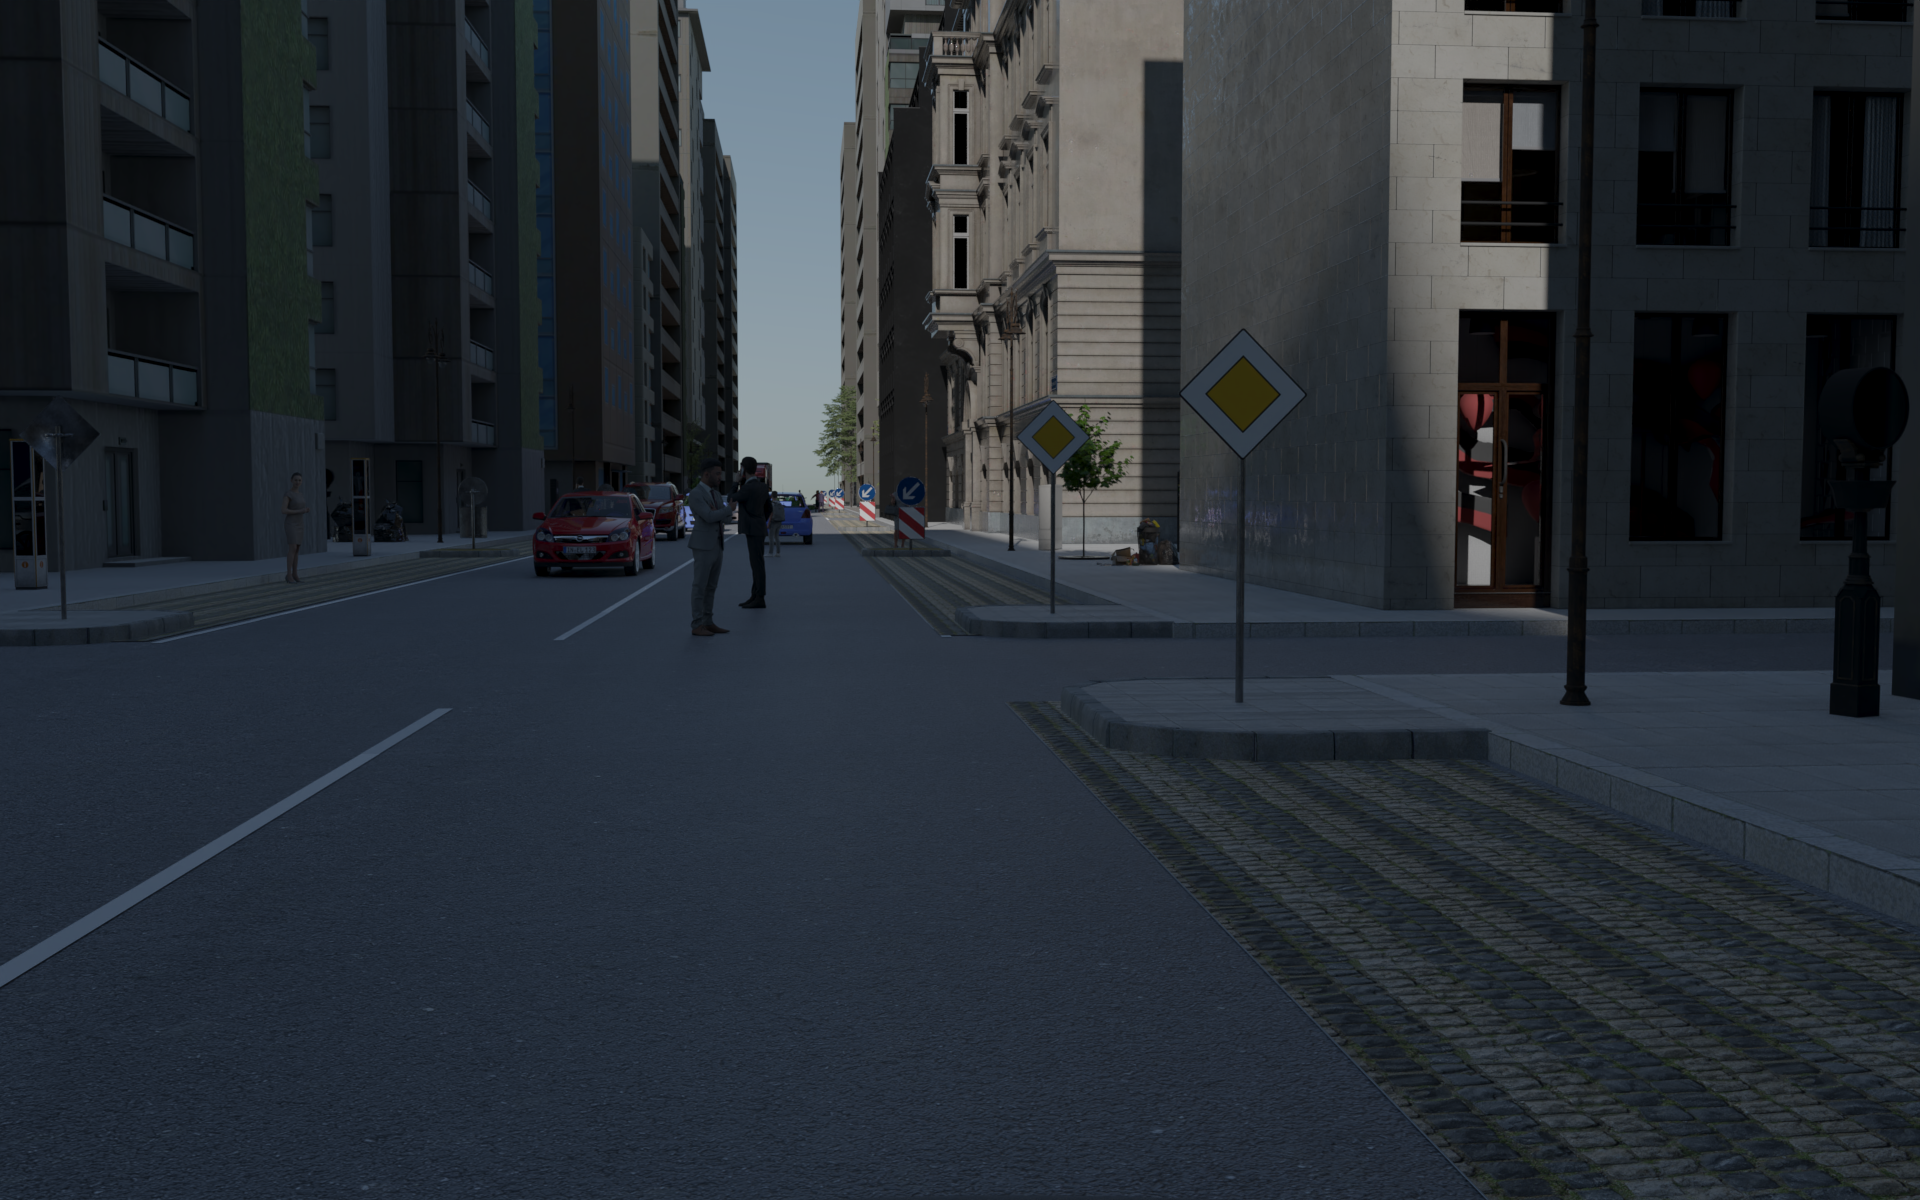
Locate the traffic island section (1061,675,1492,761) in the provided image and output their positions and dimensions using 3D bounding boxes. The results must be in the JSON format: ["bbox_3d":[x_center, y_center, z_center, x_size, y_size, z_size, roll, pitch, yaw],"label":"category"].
[{"bbox_3d":[1.739,0.710,10.680,2.009,0.180,2.903,0,4,-5],"label":"traffic island section"}]

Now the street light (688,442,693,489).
[{"bbox_3d":[-23.095,-10.766,148.806,0.468,5.910,1.993,0,4,-5],"label":"street light"}]

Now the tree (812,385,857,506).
[{"bbox_3d":[-11.555,-16.067,180.828,7.486,12.596,7.792,0,3,0],"label":"tree"}]

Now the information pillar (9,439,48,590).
[{"bbox_3d":[-12.496,-1.147,23.252,0.304,2.012,0.304,0,3,0],"label":"information pillar"}]

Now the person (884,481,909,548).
[{"bbox_3d":[-1.566,-2.137,43.801,0.716,1.782,0.532,0,4,-1],"label":"person"}]

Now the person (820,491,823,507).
[{"bbox_3d":[-15.642,-11.415,195.162,0.705,1.821,1.348,-1,4,-9],"label":"person"}]

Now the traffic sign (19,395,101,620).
[{"bbox_3d":[-9.161,-0.857,17.654,0.795,2.450,0.064,0,4,-5],"label":"traffic sign"}]

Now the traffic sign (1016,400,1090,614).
[{"bbox_3d":[0.993,-0.912,18.553,0.795,2.450,0.064,0,4,-5],"label":"traffic sign"}]

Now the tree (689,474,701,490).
[{"bbox_3d":[-25.498,-10.649,168.714,1.663,3.219,1.824,0,3,0],"label":"tree"}]

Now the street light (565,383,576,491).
[{"bbox_3d":[-16.202,-6.103,72.579,0.468,5.910,1.993,0,4,-5],"label":"street light"}]

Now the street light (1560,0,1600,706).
[{"bbox_3d":[3.752,-2.299,10.383,0.468,5.910,1.993,0,4,-5],"label":"street light"}]

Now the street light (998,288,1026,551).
[{"bbox_3d":[1.159,-4.047,38.951,0.468,5.910,1.993,0,4,-5],"label":"street light"}]

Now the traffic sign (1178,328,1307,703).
[{"bbox_3d":[1.717,-0.426,10.601,0.795,2.450,0.064,0,4,-5],"label":"traffic sign"}]

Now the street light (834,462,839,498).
[{"bbox_3d":[-18.250,-17.092,252.235,0.468,5.910,1.993,0,4,-5],"label":"street light"}]

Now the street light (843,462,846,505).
[{"bbox_3d":[-13.206,-13.748,197.569,0.468,5.910,1.993,0,4,-5],"label":"street light"}]

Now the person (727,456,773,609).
[{"bbox_3d":[-2.648,-0.850,21.766,0.474,1.900,0.648,1,4,10],"label":"person"}]

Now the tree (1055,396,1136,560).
[{"bbox_3d":[2.355,-2.410,34.008,1.663,3.219,1.824,0,3,0],"label":"tree"}]

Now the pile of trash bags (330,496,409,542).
[{"bbox_3d":[-16.614,-2.266,46.801,3.447,1.369,1.912,0,4,1],"label":"pile of trash bags"}]

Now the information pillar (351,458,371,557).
[{"bbox_3d":[-12.297,-1.900,35.563,0.304,2.012,0.304,0,4,-5],"label":"information pillar"}]

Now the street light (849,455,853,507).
[{"bbox_3d":[-10.638,-12.015,169.238,0.468,5.910,1.993,0,4,-5],"label":"street light"}]

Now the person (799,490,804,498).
[{"bbox_3d":[-14.477,-9.036,156.255,1.348,1.821,0.705,3,5,43],"label":"person"}]

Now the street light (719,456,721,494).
[{"bbox_3d":[-28.274,-14.148,204.105,0.468,5.910,1.993,0,4,-5],"label":"street light"}]

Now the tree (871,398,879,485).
[{"bbox_3d":[-3.504,-9.324,102.815,4.737,8.622,4.395,0,3,0],"label":"tree"}]

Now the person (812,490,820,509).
[{"bbox_3d":[-13.342,-9.436,162.872,1.348,1.812,0.705,-2,4,-35],"label":"person"}]

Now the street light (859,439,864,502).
[{"bbox_3d":[-8.129,-10.359,142.151,0.468,5.910,1.993,0,4,-5],"label":"street light"}]

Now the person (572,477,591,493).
[{"bbox_3d":[-10.335,-2.418,47.403,0.474,1.900,0.648,3,5,43],"label":"person"}]

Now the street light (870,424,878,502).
[{"bbox_3d":[-5.732,-8.694,114.927,0.468,5.910,1.993,0,4,-5],"label":"street light"}]

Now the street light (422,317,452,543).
[{"bbox_3d":[-13.702,-4.446,45.479,0.468,5.910,1.993,0,4,-5],"label":"street light"}]

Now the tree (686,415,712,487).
[{"bbox_3d":[-25.411,-12.978,162.548,4.737,8.622,4.395,0,3,0],"label":"tree"}]

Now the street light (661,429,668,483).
[{"bbox_3d":[-20.627,-9.058,120.878,0.468,5.910,1.993,0,4,-5],"label":"street light"}]

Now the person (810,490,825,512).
[{"bbox_3d":[-11.198,-7.768,136.230,1.217,1.743,0.721,1,4,14],"label":"person"}]

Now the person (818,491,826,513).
[{"bbox_3d":[-10.527,-7.494,131.941,0.541,1.710,0.530,3,5,44],"label":"person"}]

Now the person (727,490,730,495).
[{"bbox_3d":[-21.095,-9.216,159.166,1.348,1.826,0.705,-1,4,-11],"label":"person"}]

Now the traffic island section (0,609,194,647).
[{"bbox_3d":[-9.184,0.279,17.713,2.009,0.180,2.903,0,4,-5],"label":"traffic island section"}]

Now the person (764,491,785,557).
[{"bbox_3d":[-4.237,-1.737,39.501,0.523,1.515,0.503,0,4,0],"label":"person"}]

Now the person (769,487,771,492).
[{"bbox_3d":[-10.657,-5.395,96.665,1.348,1.831,0.705,2,4,34],"label":"person"}]

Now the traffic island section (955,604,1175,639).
[{"bbox_3d":[1.016,0.223,18.633,2.009,0.180,2.903,0,4,-5],"label":"traffic island section"}]

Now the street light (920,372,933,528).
[{"bbox_3d":[-1.281,-5.698,65.949,0.468,5.910,1.993,0,4,-5],"label":"street light"}]

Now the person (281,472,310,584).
[{"bbox_3d":[-10.636,-1.157,27.757,0.374,1.781,0.599,1,4,12],"label":"person"}]

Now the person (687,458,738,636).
[{"bbox_3d":[-2.503,-0.546,17.605,0.466,1.800,0.511,0,4,7],"label":"person"}]
